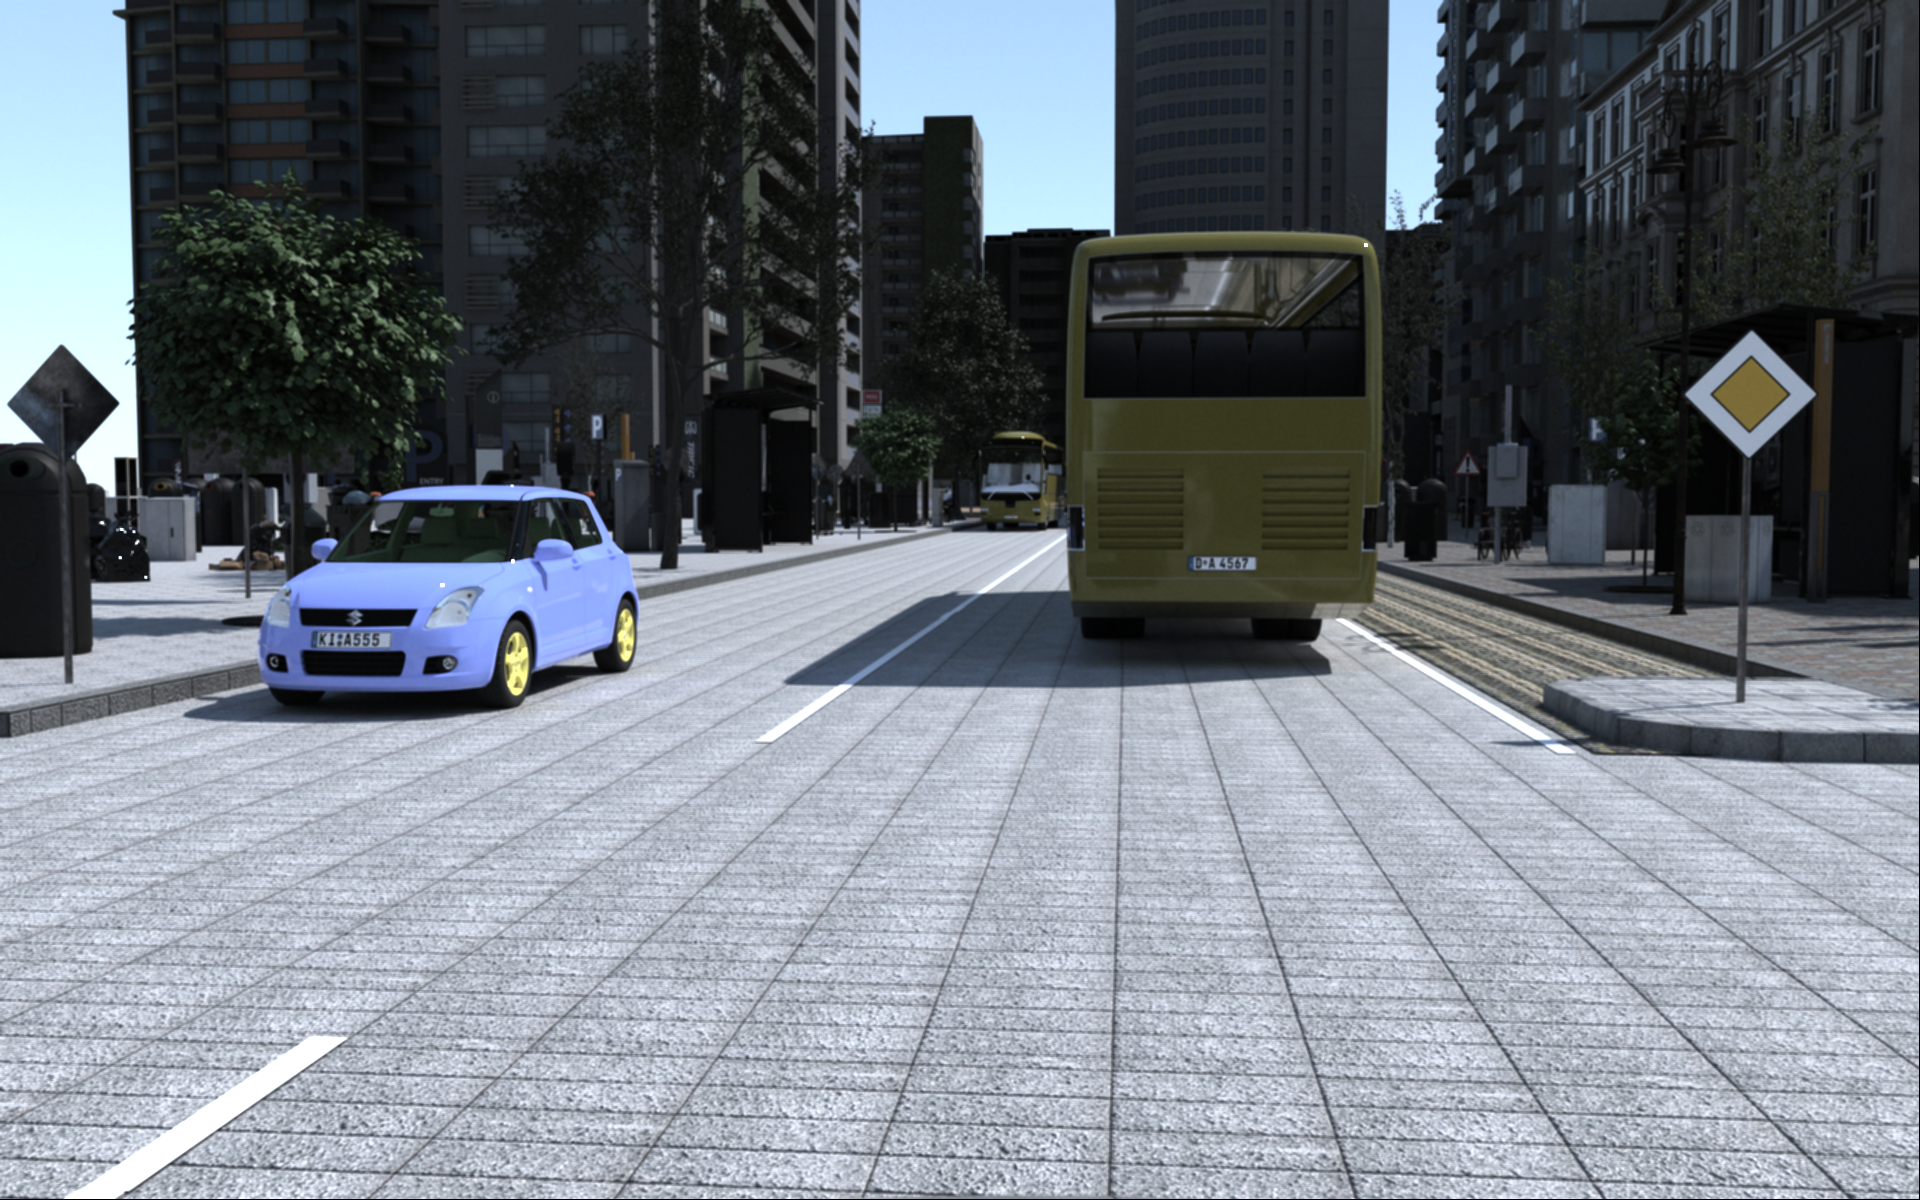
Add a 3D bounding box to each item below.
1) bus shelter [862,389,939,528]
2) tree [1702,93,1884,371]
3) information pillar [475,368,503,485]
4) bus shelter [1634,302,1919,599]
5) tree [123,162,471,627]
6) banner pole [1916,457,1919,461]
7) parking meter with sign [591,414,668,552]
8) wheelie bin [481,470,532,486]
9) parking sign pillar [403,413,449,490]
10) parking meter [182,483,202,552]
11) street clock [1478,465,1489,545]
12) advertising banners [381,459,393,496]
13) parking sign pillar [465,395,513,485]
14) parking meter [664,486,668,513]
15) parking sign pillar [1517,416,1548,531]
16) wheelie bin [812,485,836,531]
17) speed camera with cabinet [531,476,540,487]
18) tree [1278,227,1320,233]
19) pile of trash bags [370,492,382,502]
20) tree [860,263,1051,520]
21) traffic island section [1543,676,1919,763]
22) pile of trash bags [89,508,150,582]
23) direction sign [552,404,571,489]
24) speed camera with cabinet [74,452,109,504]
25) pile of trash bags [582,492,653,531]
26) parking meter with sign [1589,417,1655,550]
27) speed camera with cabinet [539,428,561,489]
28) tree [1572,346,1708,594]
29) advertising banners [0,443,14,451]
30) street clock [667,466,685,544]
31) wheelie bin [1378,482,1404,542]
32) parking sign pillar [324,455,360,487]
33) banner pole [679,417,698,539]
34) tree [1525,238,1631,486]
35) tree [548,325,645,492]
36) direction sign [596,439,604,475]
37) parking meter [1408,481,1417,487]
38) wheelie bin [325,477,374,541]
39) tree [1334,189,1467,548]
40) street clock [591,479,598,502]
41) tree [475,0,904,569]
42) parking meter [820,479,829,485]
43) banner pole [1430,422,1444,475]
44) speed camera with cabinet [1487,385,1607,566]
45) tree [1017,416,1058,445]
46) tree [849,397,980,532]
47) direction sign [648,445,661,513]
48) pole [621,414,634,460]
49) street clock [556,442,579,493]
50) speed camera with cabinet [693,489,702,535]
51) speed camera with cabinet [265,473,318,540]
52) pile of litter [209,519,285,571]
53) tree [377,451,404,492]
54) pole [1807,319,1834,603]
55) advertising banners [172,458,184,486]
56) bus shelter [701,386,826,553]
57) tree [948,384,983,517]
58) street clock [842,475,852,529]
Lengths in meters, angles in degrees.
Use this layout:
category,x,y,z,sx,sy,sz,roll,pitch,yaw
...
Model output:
category,x,y,z,sx,sy,sz,roll,pitch,yaw
bus shelter,-2.406,-5.592,69.059,2.179,5.291,8.768,0,4,6
tree,15.257,-5.035,32.687,4.737,8.622,4.395,0,3,0
information pillar,-8.686,-2.487,32.021,0.504,3.616,0.183,-1,4,-21
bus shelter,11.192,-2.018,24.280,1.731,3.624,6.357,0,4,6
tree,-6.625,-2.050,17.239,4.285,4.588,4.351,0,3,0
banner pole,9.132,-1.575,15.776,0.863,3.779,0.401,0,4,-3
parking meter with sign,-7.259,-2.579,38.433,1.738,3.016,0.543,-3,5,-41
wheelie bin,-6.076,-0.938,23.250,0.693,1.594,0.980,2,4,29
parking sign pillar,-16.227,-3.924,52.637,1.447,3.967,1.447,-1,4,-16
parking meter,-16.899,-1.816,38.099,0.372,1.533,0.369,0,3,0
street clock,13.074,-2.359,43.139,0.358,2.002,0.471,1,4,11
advertising banners,-28.705,-5.553,86.987,0.090,3.025,2.074,0,4,4
parking sign pillar,-12.901,-3.612,47.535,1.447,3.967,1.447,2,4,33
parking meter,-9.286,-2.883,55.555,0.372,1.533,0.369,0,3,0
parking sign pillar,19.852,-4.395,60.333,1.447,3.967,1.447,3,5,43
wheelie bin,-4.764,-3.214,60.459,0.980,1.594,0.693,2,4,32
speed camera with cabinet,-21.460,-5.692,87.405,0.660,3.252,2.038,-2,4,-27
tree,14.112,-9.520,73.783,7.486,12.596,7.792,0,3,0
pile of trash bags,-23.201,-3.875,73.115,3.447,1.369,1.912,-2,4,-24
tree,-0.143,-10.348,86.193,9.611,12.733,9.660,0,3,0
traffic island section,4.832,0.709,10.687,2.009,0.180,2.903,0,4,5
pile of trash bags,-13.667,-0.932,24.990,3.447,1.369,1.912,-3,4,-38
direction sign,-10.118,-3.185,44.073,0.379,3.537,0.876,1,4,16
speed camera with cabinet,-35.323,-4.623,69.930,0.660,3.252,2.038,1,4,15
pile of trash bags,-13.022,-3.384,65.080,3.447,1.369,1.912,3,4,36
parking meter with sign,15.238,-2.655,39.675,1.738,3.016,0.543,-2,4,-26
speed camera with cabinet,-11.937,-3.472,51.101,0.660,3.252,2.038,-1,4,-16
tree,8.890,-1.721,22.741,1.663,3.219,1.824,0,3,0
advertising banners,-32.087,-3.886,59.727,2.074,3.025,0.090,0,4,1
street clock,-7.236,-2.421,44.147,0.358,2.002,0.471,-3,5,-43
wheelie bin,11.400,-2.342,46.203,0.693,1.594,0.980,-2,4,-24
parking sign pillar,-24.224,-4.855,67.856,1.447,3.967,1.447,-2,4,-27
banner pole,-7.828,-3.644,49.599,0.863,3.779,0.401,2,4,25
tree,18.747,-6.141,50.762,4.737,8.622,4.395,0,3,0
tree,-15.936,-7.618,74.913,4.360,8.622,3.978,0,3,0
direction sign,-14.819,-4.854,71.353,0.379,3.537,0.876,0,4,5
parking meter,20.007,-4.343,76.716,0.399,1.863,0.255,1,4,23
wheelie bin,-11.460,-1.508,32.557,0.980,1.594,0.693,1,4,23
tree,10.080,-5.554,41.169,4.360,8.622,3.978,0,3,0
street clock,-17.191,-4.706,81.507,0.471,2.002,0.358,-1,4,-16
tree,-4.654,-5.798,29.218,7.601,10.594,8.767,1,4,14
parking meter,-5.254,-3.748,66.994,0.399,1.863,0.255,0,4,-4
banner pole,16.639,-4.318,60.617,0.863,3.779,0.401,-3,4,-36
speed camera with cabinet,10.670,-2.272,31.479,2.038,3.252,0.660,1,4,19
tree,6.683,-12.456,154.025,4.360,8.622,3.978,0,3,0
tree,-2.114,-4.583,58.647,4.285,4.588,4.351,0,3,0
direction sign,-14.090,-5.380,79.966,0.876,3.537,0.379,3,5,43
pole,-8.502,-3.073,44.079,0.158,3.312,0.155,0,3,0
street clock,-5.465,-1.192,24.055,0.358,2.002,0.471,-1,4,-9
speed camera with cabinet,-7.358,-3.687,54.620,2.038,3.252,0.660,0,4,3
speed camera with cabinet,-17.739,-3.087,44.808,2.038,3.252,0.660,0,4,3
pile of litter,-11.981,-0.940,29.332,1.719,0.858,1.176,3,5,42
tree,-25.045,-5.021,76.692,1.663,3.219,1.824,0,3,0
pole,10.106,-1.620,20.335,0.158,3.312,0.155,0,3,0
advertising banners,-36.755,-5.321,83.184,2.074,3.025,0.090,0,4,-5
bus shelter,-4.549,-3.040,40.988,1.731,3.624,6.357,0,4,6
tree,0.874,-9.057,98.442,4.360,8.622,3.978,0,3,0
street clock,-4.157,-3.618,63.719,0.358,2.002,0.471,-1,4,-16
